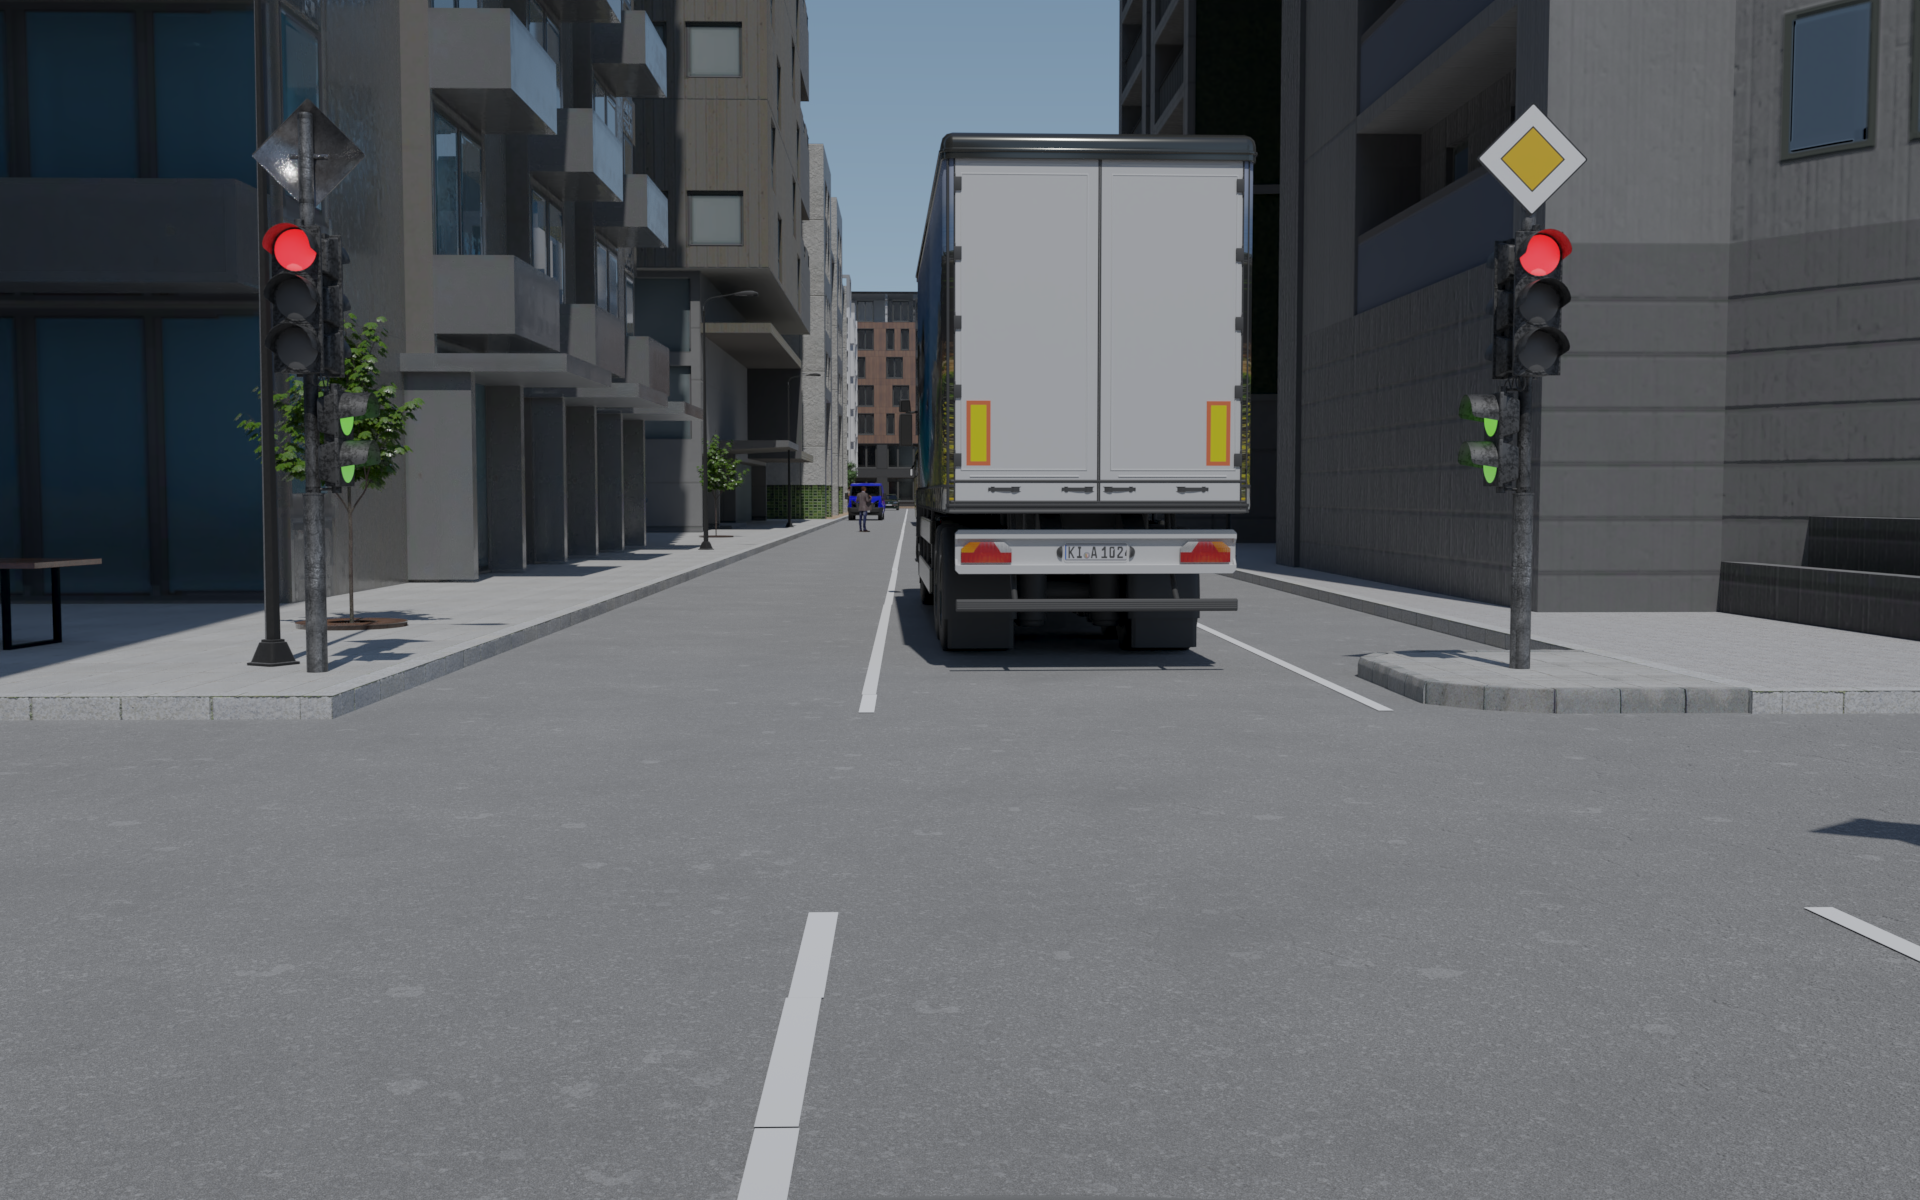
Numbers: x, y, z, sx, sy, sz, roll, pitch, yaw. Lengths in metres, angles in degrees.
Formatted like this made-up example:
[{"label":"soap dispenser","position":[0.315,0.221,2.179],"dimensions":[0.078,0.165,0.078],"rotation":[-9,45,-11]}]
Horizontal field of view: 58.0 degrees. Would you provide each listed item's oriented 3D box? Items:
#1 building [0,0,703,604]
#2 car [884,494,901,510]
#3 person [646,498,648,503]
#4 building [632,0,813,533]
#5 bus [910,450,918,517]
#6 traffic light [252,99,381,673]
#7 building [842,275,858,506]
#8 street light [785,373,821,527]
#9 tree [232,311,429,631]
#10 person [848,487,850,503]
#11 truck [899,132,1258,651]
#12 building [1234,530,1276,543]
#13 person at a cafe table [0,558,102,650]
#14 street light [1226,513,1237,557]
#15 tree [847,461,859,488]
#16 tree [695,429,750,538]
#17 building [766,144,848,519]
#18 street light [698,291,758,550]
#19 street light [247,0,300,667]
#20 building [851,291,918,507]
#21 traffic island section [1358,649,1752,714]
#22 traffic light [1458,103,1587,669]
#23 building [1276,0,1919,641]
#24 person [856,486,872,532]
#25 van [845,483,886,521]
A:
[{"label":"building","position":[-17.724,-25.176,31.239],"dimensions":[23.786,49.044,30.456],"rotation":[0,4,-2]},{"label":"car","position":[-6.248,-8.780,153.337],"dimensions":[2.009,1.686,4.222],"rotation":[0,4,-1]},{"label":"person","position":[-9.555,-2.650,51.578],"dimensions":[0.429,1.552,0.499],"rotation":[-3,5,-44]},{"label":"building","position":[-20.007,-29.281,67.982],"dimensions":[28.713,52.752,27.495],"rotation":[0,4,-2]},{"label":"bus","position":[-0.832,-5.502,81.497],"dimensions":[2.896,3.916,12.252],"rotation":[0,4,-2]},{"label":"traffic light","position":[-4.616,-1.434,12.369],"dimensions":[0.839,4.253,0.868],"rotation":[0,4,-2]},{"label":"building","position":[-15.035,-18.306,155.729],"dimensions":[11.380,20.091,16.016],"rotation":[0,4,-2]},{"label":"street light","position":[-6.037,-5.754,66.617],"dimensions":[1.470,5.913,1.316],"rotation":[0,4,-2]},{"label":"tree","position":[-5.924,-1.358,16.803],"dimensions":[1.663,3.219,1.824],"rotation":[0,3,0]},{"label":"person","position":[-8.080,-7.420,127.370],"dimensions":[0.705,1.824,1.348],"rotation":[0,4,1]},{"label":"truck","position":[0.807,-1.847,19.110],"dimensions":[2.839,4.237,11.283],"rotation":[0,4,-3]},{"label":"building","position":[13.709,-37.286,47.876],"dimensions":[20.563,71.187,20.611],"rotation":[0,4,-2]},{"label":"person at a cafe table","position":[-8.338,-0.351,14.260],"dimensions":[1.698,1.524,1.622],"rotation":[0,4,3]},{"label":"street light","position":[4.968,-3.843,35.367],"dimensions":[1.470,5.913,1.316],"rotation":[0,4,-2]},{"label":"tree","position":[-10.114,-9.895,145.489],"dimensions":[4.285,4.588,4.351],"rotation":[0,3,0]},{"label":"tree","position":[-7.290,-3.460,51.166],"dimensions":[1.663,3.219,1.824],"rotation":[0,3,0]},{"label":"building","position":[-15.698,-14.481,103.214],"dimensions":[16.747,18.905,31.486],"rotation":[0,4,-2]},{"label":"street light","position":[-5.309,-4.109,39.725],"dimensions":[1.470,5.913,1.316],"rotation":[0,4,-2]},{"label":"street light","position":[-4.618,-2.465,12.846],"dimensions":[1.470,5.913,1.316],"rotation":[0,4,-2]},{"label":"building","position":[0.893,-20.886,185.466],"dimensions":[32.646,21.610,27.936],"rotation":[0,4,-2]},{"label":"traffic island section","position":[4.141,0.583,12.748],"dimensions":[2.009,0.180,2.903],"rotation":[0,4,-2]},{"label":"traffic light","position":[4.101,-1.450,12.633],"dimensions":[0.839,4.253,0.868],"rotation":[0,4,-2]},{"label":"building","position":[20.122,-29.349,21.857],"dimensions":[28.212,58.520,21.231],"rotation":[0,4,-2]},{"label":"person","position":[-3.601,-3.423,65.288],"dimensions":[0.655,1.722,0.431],"rotation":[3,5,42]},{"label":"van","position":[-5.152,-5.575,95.539],"dimensions":[2.240,2.365,5.245],"rotation":[0,4,-1]}]
